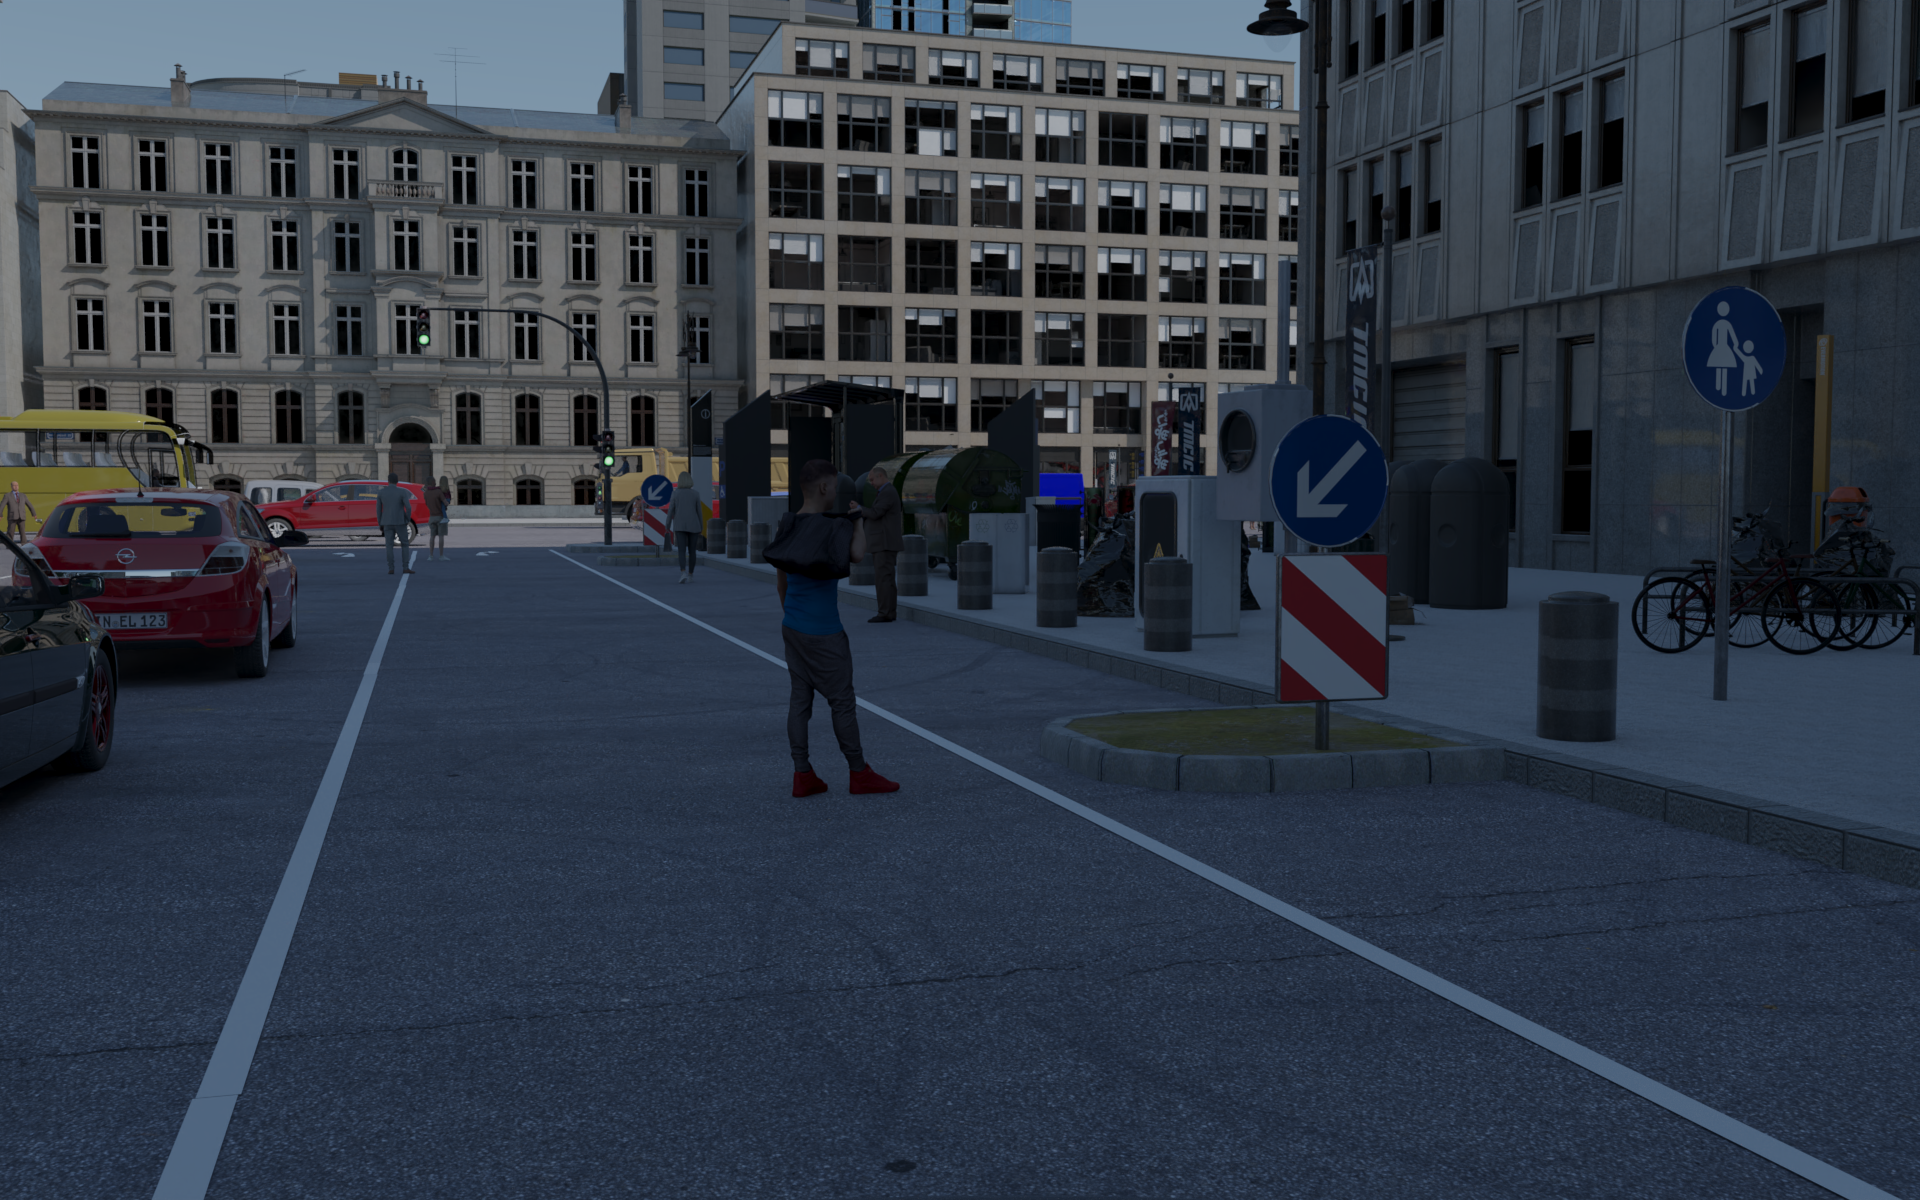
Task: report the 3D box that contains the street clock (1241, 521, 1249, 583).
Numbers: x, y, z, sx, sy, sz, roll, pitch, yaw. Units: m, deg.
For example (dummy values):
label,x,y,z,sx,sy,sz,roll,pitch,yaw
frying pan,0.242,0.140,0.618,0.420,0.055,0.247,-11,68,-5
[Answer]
label,x,y,z,sx,sy,sz,roll,pitch,yaw
street clock,3.743,-1.138,23.185,0.358,2.002,0.471,-2,4,-29

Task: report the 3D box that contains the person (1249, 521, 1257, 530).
label,x,y,z,sx,sy,sz,roll,pitch,yaw
person,11.781,-3.681,69.262,0.524,1.755,0.480,3,5,42

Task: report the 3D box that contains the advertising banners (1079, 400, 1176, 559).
label,x,y,z,sx,sy,sz,roll,pitch,yaw
advertising banners,3.176,-2.246,32.917,2.074,3.025,0.090,3,4,36

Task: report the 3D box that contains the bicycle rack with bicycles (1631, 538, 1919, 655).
label,x,y,z,sx,sy,sz,roll,pitch,yaw
bicycle rack with bicycles,7.077,-0.077,14.649,2.925,0.926,2.852,1,4,13

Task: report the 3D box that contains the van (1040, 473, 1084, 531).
label,x,y,z,sx,sy,sz,roll,pitch,yaw
van,1.001,-2.826,50.583,5.245,2.365,2.240,-1,4,-15

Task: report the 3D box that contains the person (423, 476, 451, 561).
label,x,y,z,sx,sy,sz,roll,pitch,yaw
person,-11.211,-1.761,37.269,0.580,1.828,0.573,-2,4,-31

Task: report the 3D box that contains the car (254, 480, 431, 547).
label,x,y,z,sx,sy,sz,roll,pitch,yaw
car,-16.971,-2.387,47.706,5.304,1.827,2.281,-1,4,-16

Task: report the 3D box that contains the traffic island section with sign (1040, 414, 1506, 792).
label,x,y,z,sx,sy,sz,roll,pitch,yaw
traffic island section with sign,1.515,-0.042,9.311,1.989,1.847,2.006,-1,4,-17

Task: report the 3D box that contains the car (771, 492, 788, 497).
label,x,y,z,sx,sy,sz,roll,pitch,yaw
car,-4.373,-2.391,48.684,3.694,1.707,1.945,-1,4,-18

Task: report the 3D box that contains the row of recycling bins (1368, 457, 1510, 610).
label,x,y,z,sx,sy,sz,roll,pitch,yaw
row of recycling bins,5.533,-0.840,20.848,1.069,1.692,3.534,0,4,-7

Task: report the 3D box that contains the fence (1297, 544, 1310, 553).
label,x,y,z,sx,sy,sz,roll,pitch,yaw
fence,6.685,-1.171,30.355,2.264,1.192,0.480,3,5,40

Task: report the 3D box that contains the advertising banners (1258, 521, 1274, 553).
label,x,y,z,sx,sy,sz,roll,pitch,yaw
advertising banners,7.576,-2.552,37.919,2.074,3.025,0.090,0,4,-2

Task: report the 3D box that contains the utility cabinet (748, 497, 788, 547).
label,x,y,z,sx,sy,sz,roll,pitch,yaw
utility cabinet,-4.637,-1.898,42.196,1.020,1.237,0.306,-2,4,-27

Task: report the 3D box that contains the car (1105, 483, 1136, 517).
label,x,y,z,sx,sy,sz,roll,pitch,yaw
car,6.608,-3.255,61.897,2.281,1.827,5.304,-1,4,-16

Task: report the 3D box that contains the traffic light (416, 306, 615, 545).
label,x,y,z,sx,sy,sz,roll,pitch,yaw
traffic light,-10.858,-4.163,42.725,4.771,5.953,1.251,-1,4,-17

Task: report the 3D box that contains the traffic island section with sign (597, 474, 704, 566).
label,x,y,z,sx,sy,sz,roll,pitch,yaw
traffic island section with sign,-6.371,-1.636,35.373,1.989,1.847,2.006,-1,4,-17

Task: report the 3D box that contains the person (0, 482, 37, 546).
label,x,y,z,sx,sy,sz,roll,pitch,yaw
person,-24.456,-2.195,44.942,0.434,1.755,0.990,3,5,43

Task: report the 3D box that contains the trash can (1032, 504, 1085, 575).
label,x,y,z,sx,sy,sz,roll,pitch,yaw
trash can,1.389,-0.783,24.449,0.748,1.137,0.748,0,3,0

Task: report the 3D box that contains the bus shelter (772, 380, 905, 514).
label,x,y,z,sx,sy,sz,roll,pitch,yaw
bus shelter,-2.784,-2.909,38.844,1.731,3.624,6.357,-1,4,-17

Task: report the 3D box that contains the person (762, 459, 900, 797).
label,x,y,z,sx,sy,sz,roll,pitch,yaw
person,-0.608,0.135,8.168,0.647,1.594,0.662,3,5,40

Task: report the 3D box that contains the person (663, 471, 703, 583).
label,x,y,z,sx,sy,sz,roll,pitch,yaw
person,-4.497,-1.178,27.938,0.709,1.800,0.728,-1,4,-10

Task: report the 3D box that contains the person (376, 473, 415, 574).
label,x,y,z,sx,sy,sz,roll,pitch,yaw
person,-10.115,-1.371,31.008,0.635,1.810,0.391,-1,4,-12

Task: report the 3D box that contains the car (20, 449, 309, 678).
label,x,y,z,sx,sy,sz,roll,pitch,yaw
car,-6.707,-0.347,14.706,2.155,1.783,4.494,-1,4,-17

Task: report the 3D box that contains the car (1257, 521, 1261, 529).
label,x,y,z,sx,sy,sz,roll,pitch,yaw
car,12.846,-3.015,61.086,4.920,1.459,2.131,-1,4,-15

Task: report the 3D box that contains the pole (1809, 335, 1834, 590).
label,x,y,z,sx,sy,sz,roll,pitch,yaw
pole,11.099,-1.741,22.306,0.158,3.312,0.155,0,3,0

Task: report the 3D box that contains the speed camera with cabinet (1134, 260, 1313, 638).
label,x,y,z,sx,sy,sz,roll,pitch,yaw
speed camera with cabinet,2.292,-1.283,15.321,0.660,3.252,2.038,-2,4,-25

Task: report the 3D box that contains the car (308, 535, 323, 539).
label,x,y,z,sx,sy,sz,roll,pitch,yaw
car,-22.397,-2.717,56.215,4.920,1.459,2.131,-1,4,-18

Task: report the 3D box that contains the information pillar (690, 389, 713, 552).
label,x,y,z,sx,sy,sz,roll,pitch,yaw
information pillar,-5.752,-2.893,38.659,0.504,3.616,0.183,-2,4,-28

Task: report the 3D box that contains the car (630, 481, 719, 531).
label,x,y,z,sx,sy,sz,roll,pitch,yaw
car,-7.081,-2.610,51.354,5.304,1.827,2.281,-1,4,-18

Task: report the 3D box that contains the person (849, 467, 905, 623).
label,x,y,z,sx,sy,sz,roll,pitch,yaw
person,-0.929,-0.630,19.490,0.600,1.739,0.565,-2,4,-30

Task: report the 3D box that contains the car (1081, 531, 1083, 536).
label,x,y,z,sx,sy,sz,roll,pitch,yaw
car,2.468,-2.904,59.284,4.920,1.459,2.131,-1,4,-17

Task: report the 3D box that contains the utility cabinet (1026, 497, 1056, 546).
label,x,y,z,sx,sy,sz,roll,pitch,yaw
utility cabinet,2.004,-1.956,43.144,0.306,1.237,1.020,2,4,32

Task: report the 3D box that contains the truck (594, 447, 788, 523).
label,x,y,z,sx,sy,sz,roll,pitch,yaw
truck,-11.424,-4.764,73.809,9.791,3.379,3.469,-1,4,-15

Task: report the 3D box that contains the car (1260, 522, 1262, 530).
label,x,y,z,sx,sy,sz,roll,pitch,yaw
car,12.349,-2.800,57.572,4.920,1.459,2.131,-1,4,-15

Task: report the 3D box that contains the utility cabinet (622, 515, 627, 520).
label,x,y,z,sx,sy,sz,roll,pitch,yaw
utility cabinet,-16.295,-4.566,85.808,1.020,1.237,0.306,2,4,35

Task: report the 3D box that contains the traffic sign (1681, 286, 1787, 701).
label,x,y,z,sx,sy,sz,roll,pitch,yaw
traffic sign,4.734,-0.648,10.709,0.768,2.556,0.104,-1,4,-16

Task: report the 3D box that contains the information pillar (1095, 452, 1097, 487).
label,x,y,z,sx,sy,sz,roll,pitch,yaw
information pillar,7.521,-6.384,95.732,0.183,3.616,0.504,0,4,0

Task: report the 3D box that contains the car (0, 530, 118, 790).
label,x,y,z,sx,sy,sz,roll,pitch,yaw
car,-4.955,0.135,7.587,2.009,1.686,4.222,-1,4,-15

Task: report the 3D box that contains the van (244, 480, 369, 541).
label,x,y,z,sx,sy,sz,roll,pitch,yaw
van,-19.653,-2.796,52.725,4.112,2.044,2.013,-1,4,-15

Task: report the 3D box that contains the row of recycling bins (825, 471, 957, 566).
label,x,y,z,sx,sy,sz,roll,pitch,yaw
row of recycling bins,-1.169,-1.485,31.393,3.534,1.692,1.069,-3,4,-38

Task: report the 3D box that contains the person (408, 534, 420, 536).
label,x,y,z,sx,sy,sz,roll,pitch,yaw
person,-18.671,-3.050,59.039,0.598,1.740,0.731,2,4,23
